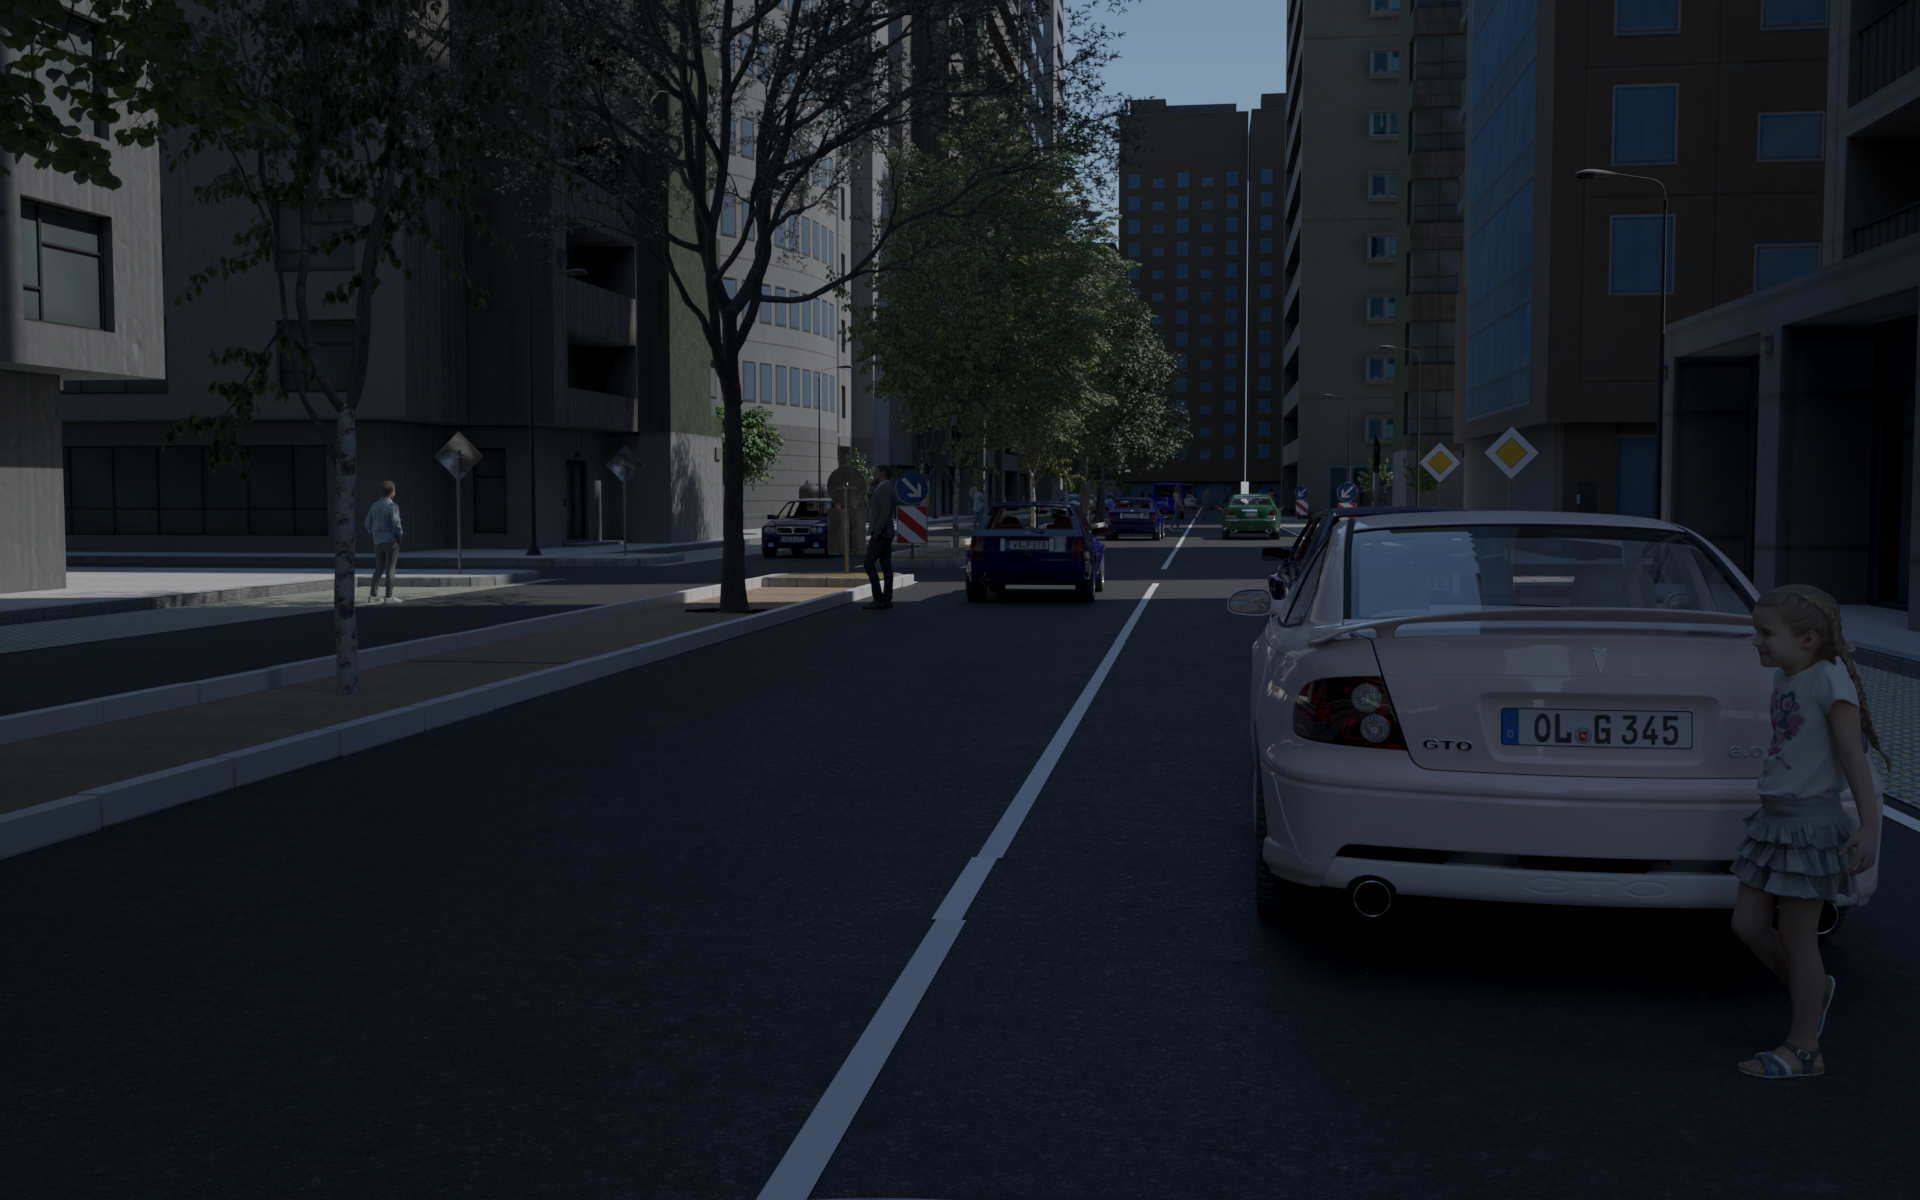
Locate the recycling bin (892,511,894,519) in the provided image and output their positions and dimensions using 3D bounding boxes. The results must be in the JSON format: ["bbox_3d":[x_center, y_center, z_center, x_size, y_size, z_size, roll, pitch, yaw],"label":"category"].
[{"bbox_3d":[-3.665,-4.759,90.358,0.722,1.027,0.722,0,4,3],"label":"recycling bin"}]

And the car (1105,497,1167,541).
[{"bbox_3d":[5.519,-2.566,54.530,1.945,1.354,3.894,1,4,9],"label":"car"}]

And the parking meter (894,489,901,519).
[{"bbox_3d":[-3.223,-4.930,89.023,0.372,1.533,0.369,0,3,0],"label":"parking meter"}]

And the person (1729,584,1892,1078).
[{"bbox_3d":[2.125,0.568,4.232,0.382,1.210,0.505,0,4,-4],"label":"person"}]

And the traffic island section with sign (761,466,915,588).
[{"bbox_3d":[-1.913,-1.172,27.296,2.006,1.907,1.989,1,4,8],"label":"traffic island section with sign"}]

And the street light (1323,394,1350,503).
[{"bbox_3d":[17.557,-6.611,80.633,1.470,5.913,1.316,1,4,8],"label":"street light"}]

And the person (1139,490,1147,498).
[{"bbox_3d":[16.980,-9.319,160.873,0.705,1.822,1.348,-3,5,-39],"label":"person"}]

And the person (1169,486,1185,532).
[{"bbox_3d":[8.190,-3.457,65.610,0.643,1.750,0.593,-1,4,-8],"label":"person"}]

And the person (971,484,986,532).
[{"bbox_3d":[0.698,-3.448,65.132,0.793,1.790,0.793,2,4,30],"label":"person"}]

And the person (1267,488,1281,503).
[{"bbox_3d":[20.076,-6.299,111.590,1.348,1.812,0.705,2,4,28],"label":"person"}]

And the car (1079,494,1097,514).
[{"bbox_3d":[9.305,-7.199,127.932,2.015,1.641,3.980,1,4,10],"label":"car"}]

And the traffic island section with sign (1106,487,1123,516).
[{"bbox_3d":[9.877,-6.169,108.998,2.006,1.907,1.989,1,4,8],"label":"traffic island section with sign"}]

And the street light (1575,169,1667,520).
[{"bbox_3d":[9.502,-3.201,24.883,1.470,5.913,1.316,1,4,8],"label":"street light"}]

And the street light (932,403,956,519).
[{"bbox_3d":[-0.737,-7.122,88.984,1.470,5.913,1.316,1,4,8],"label":"street light"}]

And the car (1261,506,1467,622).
[{"bbox_3d":[3.575,-0.132,14.733,1.945,1.354,3.894,0,4,7],"label":"car"}]

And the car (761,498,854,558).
[{"bbox_3d":[-3.413,-1.700,40.381,1.945,1.354,3.894,1,4,9],"label":"car"}]

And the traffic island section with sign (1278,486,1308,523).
[{"bbox_3d":[16.906,-4.757,86.400,1.989,1.847,2.006,1,4,8],"label":"traffic island section with sign"}]

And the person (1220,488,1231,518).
[{"bbox_3d":[15.843,-5.794,103.582,0.721,1.781,0.623,0,4,-7],"label":"person"}]

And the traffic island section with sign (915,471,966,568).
[{"bbox_3d":[-0.845,-1.620,34.626,2.006,1.907,1.989,1,4,8],"label":"traffic island section with sign"}]

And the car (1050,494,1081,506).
[{"bbox_3d":[6.545,-5.653,104.222,2.131,1.459,4.920,0,4,8],"label":"car"}]

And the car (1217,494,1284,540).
[{"bbox_3d":[9.378,-2.697,55.900,2.131,1.459,4.920,1,4,9],"label":"car"}]

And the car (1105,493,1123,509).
[{"bbox_3d":[14.833,-9.631,167.056,1.945,1.707,3.694,1,4,9],"label":"car"}]

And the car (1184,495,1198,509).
[{"bbox_3d":[21.297,-9.213,162.992,2.083,1.381,4.827,1,4,10],"label":"car"}]

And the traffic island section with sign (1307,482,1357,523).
[{"bbox_3d":[12.867,-3.040,58.324,1.989,1.847,2.006,1,4,8],"label":"traffic island section with sign"}]

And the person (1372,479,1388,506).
[{"bbox_3d":[11.576,-2.406,47.644,0.447,1.846,0.655,-1,4,-10],"label":"person"}]

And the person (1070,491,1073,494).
[{"bbox_3d":[7.407,-6.472,115.038,1.217,1.743,0.721,1,4,10],"label":"person"}]

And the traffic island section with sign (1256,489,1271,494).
[{"bbox_3d":[23.858,-7.697,134.471,1.989,1.847,2.006,1,4,8],"label":"traffic island section with sign"}]

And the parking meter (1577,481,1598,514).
[{"bbox_3d":[12.130,-1.536,33.522,0.372,1.533,0.369,0,3,0],"label":"parking meter"}]

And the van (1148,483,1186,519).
[{"bbox_3d":[12.116,-5.914,101.071,2.240,2.365,5.245,0,4,6],"label":"van"}]

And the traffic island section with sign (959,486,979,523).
[{"bbox_3d":[0.764,-4.795,87.025,1.989,1.847,2.006,1,4,8],"label":"traffic island section with sign"}]

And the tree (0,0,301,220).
[{"bbox_3d":[-4.771,-5.186,5.368,7.486,12.596,7.792,0,3,0],"label":"tree"}]

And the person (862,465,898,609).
[{"bbox_3d":[-1.014,-0.798,21.726,0.473,1.802,0.592,1,4,21],"label":"person"}]

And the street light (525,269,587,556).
[{"bbox_3d":[-8.381,-3.879,35.965,1.470,5.913,1.316,1,4,8],"label":"street light"}]

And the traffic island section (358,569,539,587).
[{"bbox_3d":[-8.090,-0.347,27.947,2.009,0.180,2.903,1,4,8],"label":"traffic island section"}]

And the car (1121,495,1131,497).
[{"bbox_3d":[16.627,-9.933,174.981,1.945,1.354,3.894,0,4,7],"label":"car"}]

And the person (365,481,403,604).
[{"bbox_3d":[-7.513,-0.758,22.704,0.589,1.601,0.330,2,4,33],"label":"person"}]

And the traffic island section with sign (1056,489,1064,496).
[{"bbox_3d":[7.953,-7.839,136.793,1.989,1.847,2.006,1,4,8],"label":"traffic island section with sign"}]

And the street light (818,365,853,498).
[{"bbox_3d":[-4.548,-5.503,62.516,1.470,5.913,1.316,1,4,8],"label":"street light"}]

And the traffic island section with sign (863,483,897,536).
[{"bbox_3d":[-3.106,-3.152,60.156,1.989,1.847,2.006,1,4,8],"label":"traffic island section with sign"}]

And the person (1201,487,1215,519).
[{"bbox_3d":[13.993,-5.470,98.063,0.853,1.813,0.709,2,4,32],"label":"person"}]

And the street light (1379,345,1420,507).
[{"bbox_3d":[13.772,-4.994,54.192,1.470,5.913,1.316,1,4,8],"label":"street light"}]

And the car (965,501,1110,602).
[{"bbox_3d":[1.113,-0.720,24.346,1.945,1.354,3.894,0,4,7],"label":"car"}]

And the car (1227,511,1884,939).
[{"bbox_3d":[2.134,0.324,7.066,2.083,1.381,4.827,1,4,9],"label":"car"}]

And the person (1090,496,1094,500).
[{"bbox_3d":[8.825,-6.838,120.827,1.217,1.766,0.721,-1,4,-21],"label":"person"}]

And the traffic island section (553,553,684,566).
[{"bbox_3d":[-6.949,-0.830,35.850,2.009,0.180,2.903,1,4,8],"label":"traffic island section"}]
